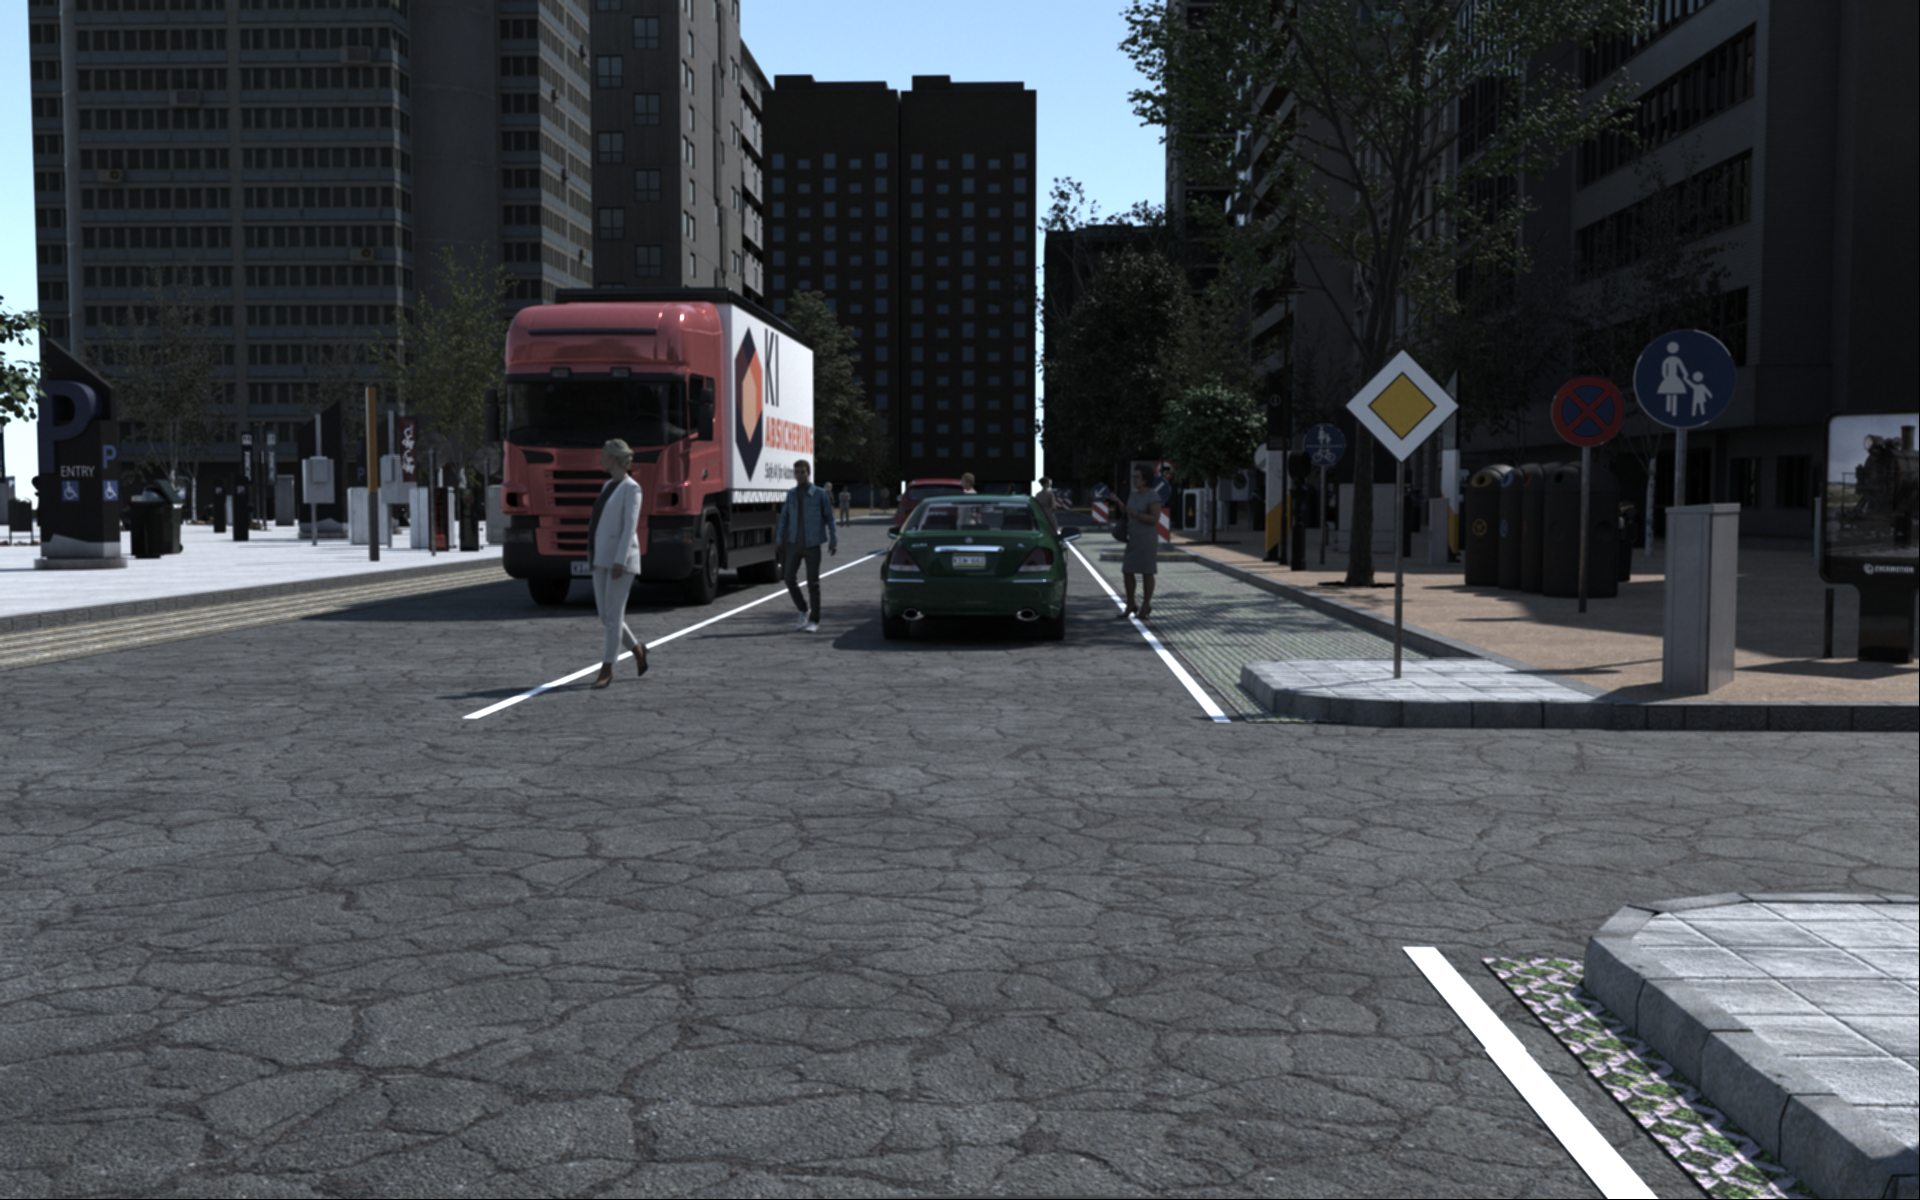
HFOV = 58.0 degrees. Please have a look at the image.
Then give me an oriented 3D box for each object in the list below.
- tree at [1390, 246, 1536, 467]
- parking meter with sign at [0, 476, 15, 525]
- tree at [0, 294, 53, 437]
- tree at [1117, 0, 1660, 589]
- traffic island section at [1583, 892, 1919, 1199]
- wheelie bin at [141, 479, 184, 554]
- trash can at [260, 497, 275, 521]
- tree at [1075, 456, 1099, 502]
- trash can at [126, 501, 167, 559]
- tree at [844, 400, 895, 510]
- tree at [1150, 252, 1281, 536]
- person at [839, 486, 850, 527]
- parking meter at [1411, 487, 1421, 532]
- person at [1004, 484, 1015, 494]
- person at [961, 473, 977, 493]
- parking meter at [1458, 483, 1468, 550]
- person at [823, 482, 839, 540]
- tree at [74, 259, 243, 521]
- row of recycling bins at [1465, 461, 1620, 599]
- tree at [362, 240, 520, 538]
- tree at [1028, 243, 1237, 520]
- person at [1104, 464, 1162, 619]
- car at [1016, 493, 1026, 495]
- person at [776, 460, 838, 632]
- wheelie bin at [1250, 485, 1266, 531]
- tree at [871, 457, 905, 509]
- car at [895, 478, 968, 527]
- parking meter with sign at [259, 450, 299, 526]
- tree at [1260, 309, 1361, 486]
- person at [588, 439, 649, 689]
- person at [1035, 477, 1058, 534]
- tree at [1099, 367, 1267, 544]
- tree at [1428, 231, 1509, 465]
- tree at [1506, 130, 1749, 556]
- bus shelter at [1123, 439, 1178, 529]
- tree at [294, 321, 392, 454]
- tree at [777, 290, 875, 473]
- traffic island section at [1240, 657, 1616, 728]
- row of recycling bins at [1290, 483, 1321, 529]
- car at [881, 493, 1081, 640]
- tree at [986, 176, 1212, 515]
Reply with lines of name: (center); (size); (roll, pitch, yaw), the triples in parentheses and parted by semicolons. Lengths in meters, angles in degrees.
tree: (14.918, -6.209, 51.880); (4.737, 8.622, 4.395); (0, 3, 0)
parking meter with sign: (-39.365, -4.594, 71.371); (1.738, 3.016, 0.543); (1, 4, 16)
tree: (-11.972, -2.156, 18.967); (4.285, 4.588, 4.351); (0, 3, 0)
tree: (5.722, -5.989, 23.680); (9.928, 11.665, 9.643); (0, 3, 0)
traffic island section: (2.766, 1.112, 4.101); (2.009, 0.180, 2.903); (0, 4, 2)
wheelie bin: (-17.072, -1.782, 37.041); (0.693, 1.594, 0.980); (0, 4, -4)
trash can: (-33.401, -4.400, 83.585); (0.748, 1.137, 0.748); (0, 3, 0)
tree: (10.691, -9.328, 136.221); (4.285, 4.588, 4.351); (0, 3, 0)
trash can: (-16.194, -1.398, 34.505); (0.748, 1.137, 0.748); (0, 3, 0)
tree: (-7.035, -11.308, 135.244); (4.360, 8.622, 3.978); (0, 3, 0)
tree: (7.644, -6.277, 52.993); (4.737, 8.622, 4.395); (0, 3, 0)
person: (-5.046, -4.103, 75.762); (0.511, 1.800, 0.466); (-1, 4, -17)
parking meter: (15.247, -3.037, 58.072); (0.372, 1.533, 0.369); (0, 3, 0)
person: (1.835, -3.185, 60.814); (0.529, 1.795, 0.600); (-1, 4, -11)
person: (0.151, -1.228, 28.925); (0.624, 1.780, 0.694); (3, 5, 39)
parking meter: (11.608, -1.918, 39.768); (0.372, 1.533, 0.369); (0, 3, 0)
person: (-4.157, -2.802, 54.495); (0.537, 1.800, 0.526); (3, 4, 37)
tree: (-24.717, -6.319, 53.685); (4.360, 8.622, 3.978); (0, 3, 0)
row of recycling bins: (7.688, -0.969, 22.959); (1.069, 1.692, 3.534); (0, 4, -4)
tree: (-14.609, -6.088, 49.909); (4.737, 8.622, 4.395); (0, 3, 0)
tree: (7.795, -9.929, 79.340); (9.611, 12.733, 9.660); (0, 3, 0)
person: (1.966, -0.680, 19.970); (0.532, 1.782, 0.716); (-3, 4, -36)
car: (3.837, -6.580, 116.375); (1.959, 1.807, 4.718); (0, 4, 4)
person: (-1.595, -0.562, 18.039); (0.601, 1.785, 0.444); (1, 4, 21)
wheelie bin: (10.537, -3.209, 60.369); (0.980, 1.594, 0.693); (-2, 4, -32)
tree: (-6.523, -10.400, 153.747); (4.285, 4.588, 4.351); (0, 3, 0)
car: (-0.499, -2.125, 43.421); (2.281, 1.827, 5.304); (0, 4, 2)
parking meter with sign: (-27.081, -4.476, 69.440); (1.738, 3.016, 0.543); (-1, 4, -12)
tree: (14.076, -7.266, 69.158); (4.360, 8.622, 3.978); (0, 3, 0)
person: (-2.541, -0.284, 13.021); (0.514, 1.842, 0.818); (2, 4, 29)
person: (1.803, -1.605, 35.075); (0.599, 1.781, 0.374); (2, 4, 28)
tree: (6.536, -3.753, 45.082); (4.285, 4.588, 4.351); (0, 3, 0)
tree: (14.845, -5.900, 46.825); (4.360, 8.622, 3.978); (0, 3, 0)
tree: (14.188, -5.222, 35.741); (4.360, 8.622, 3.978); (0, 3, 0)
bus shelter: (7.446, -4.462, 66.872); (2.014, 3.302, 5.546); (0, 4, 2)
tree: (-26.613, -7.586, 74.390); (4.360, 8.622, 3.978); (0, 3, 0)
tree: (-8.601, -10.889, 96.159); (7.486, 12.596, 7.792); (0, 3, 0)
traffic island section: (3.068, 0.624, 12.080); (2.009, 0.180, 2.903); (0, 4, 2)
row of recycling bins: (13.335, -3.536, 64.924); (3.534, 1.692, 1.069); (2, 4, 33)
car: (0.228, -0.410, 18.497); (2.131, 1.459, 4.920); (0, 4, 4)
tree: (8.375, -15.190, 104.238); (12.611, 20.169, 13.585); (0, 3, 0)
